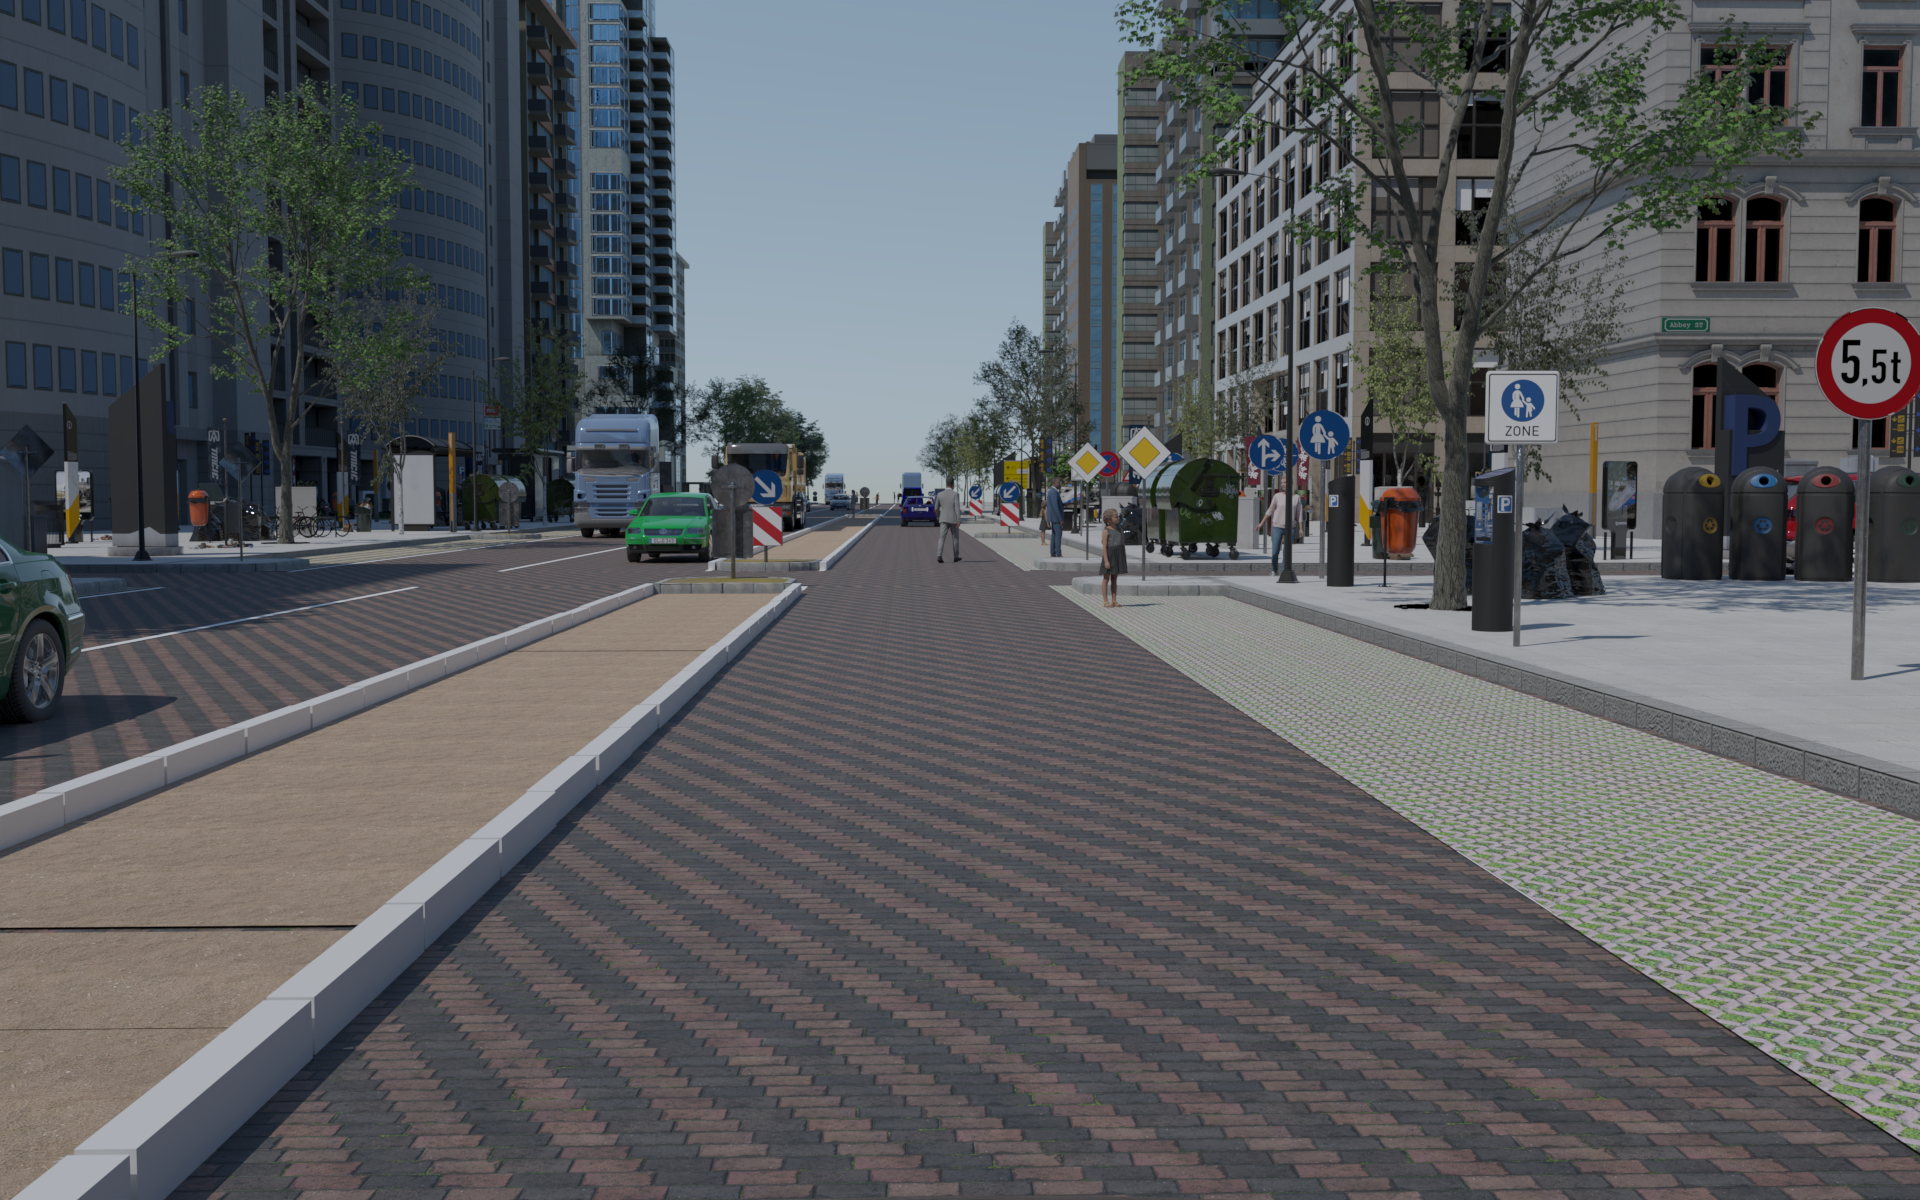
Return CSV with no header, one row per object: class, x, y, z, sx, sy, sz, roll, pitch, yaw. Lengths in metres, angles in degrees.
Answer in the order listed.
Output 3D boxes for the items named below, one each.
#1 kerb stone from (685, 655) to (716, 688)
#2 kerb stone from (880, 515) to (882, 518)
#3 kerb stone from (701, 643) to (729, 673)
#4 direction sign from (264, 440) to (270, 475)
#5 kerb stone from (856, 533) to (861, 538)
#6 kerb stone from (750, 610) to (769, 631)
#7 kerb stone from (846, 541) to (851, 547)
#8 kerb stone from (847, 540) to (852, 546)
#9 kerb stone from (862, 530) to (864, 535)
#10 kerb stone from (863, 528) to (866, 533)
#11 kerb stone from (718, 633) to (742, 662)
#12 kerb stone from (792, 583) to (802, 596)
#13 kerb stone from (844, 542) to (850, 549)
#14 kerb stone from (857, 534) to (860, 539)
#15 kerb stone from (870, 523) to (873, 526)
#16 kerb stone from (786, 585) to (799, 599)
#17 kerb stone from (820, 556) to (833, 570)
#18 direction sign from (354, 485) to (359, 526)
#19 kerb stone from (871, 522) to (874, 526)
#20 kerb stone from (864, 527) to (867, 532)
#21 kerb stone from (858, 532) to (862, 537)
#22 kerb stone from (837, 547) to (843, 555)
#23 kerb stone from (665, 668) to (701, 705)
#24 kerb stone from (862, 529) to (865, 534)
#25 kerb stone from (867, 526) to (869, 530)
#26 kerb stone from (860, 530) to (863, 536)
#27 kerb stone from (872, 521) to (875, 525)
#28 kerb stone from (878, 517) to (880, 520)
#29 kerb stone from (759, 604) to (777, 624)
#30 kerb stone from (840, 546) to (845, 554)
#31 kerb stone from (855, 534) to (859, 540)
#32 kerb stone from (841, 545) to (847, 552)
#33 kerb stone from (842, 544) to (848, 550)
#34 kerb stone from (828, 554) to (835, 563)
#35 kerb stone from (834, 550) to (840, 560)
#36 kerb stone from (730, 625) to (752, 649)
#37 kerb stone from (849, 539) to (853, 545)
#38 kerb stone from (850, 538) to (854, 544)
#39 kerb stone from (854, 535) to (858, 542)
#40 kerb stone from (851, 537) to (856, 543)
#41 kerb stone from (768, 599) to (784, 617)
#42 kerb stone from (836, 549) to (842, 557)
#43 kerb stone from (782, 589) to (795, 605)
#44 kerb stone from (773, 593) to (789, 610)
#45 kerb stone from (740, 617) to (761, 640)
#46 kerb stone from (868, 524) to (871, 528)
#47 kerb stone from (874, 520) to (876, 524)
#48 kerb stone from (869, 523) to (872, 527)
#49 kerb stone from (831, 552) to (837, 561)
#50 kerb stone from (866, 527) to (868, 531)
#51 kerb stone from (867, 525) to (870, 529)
kerb stone,-1.983,0.555,13.119,0.120,0.150,1.000,0,4,-2
kerb stone,-4.516,-4.483,95.635,0.120,0.150,1.000,0,4,-2
kerb stone,-2.020,0.492,14.148,0.120,0.150,1.000,0,4,-2
direction sign,-29.092,-4.903,72.161,0.379,3.537,0.876,2,4,23
kerb stone,-3.223,-1.916,53.582,0.120,0.150,1.000,0,4,-2
kerb stone,-2.138,0.241,18.256,0.120,0.150,1.000,0,4,-2
kerb stone,-2.942,-1.356,44.365,0.120,0.150,1.000,0,4,-2
kerb stone,-2.973,-1.419,45.393,0.120,0.150,1.000,0,4,-2
kerb stone,-3.343,-2.170,57.682,0.120,0.150,1.000,0,4,-2
kerb stone,-3.410,-2.295,59.732,0.120,0.150,1.000,0,4,-2
kerb stone,-2.040,0.430,15.170,0.120,0.150,1.000,0,4,-2
kerb stone,-2.324,-0.134,24.404,0.120,0.150,1.000,0,4,-2
kerb stone,-2.905,-1.293,43.343,0.120,0.150,1.000,0,4,-2
kerb stone,-3.190,-1.849,52.559,0.120,0.150,1.000,0,4,-2
kerb stone,-3.752,-2.986,71.019,0.120,0.150,1.000,0,4,-2
kerb stone,-2.296,-0.070,23.372,0.120,0.150,1.000,0,4,-2
kerb stone,-2.627,-0.730,34.136,0.120,0.150,1.000,0,4,-2
direction sign,-24.326,-4.768,69.947,0.379,3.537,0.876,0,4,-6
kerb stone,-3.824,-3.111,73.065,0.120,0.150,1.000,0,4,-2
kerb stone,-3.476,-2.421,61.784,0.120,0.150,1.000,0,4,-2
kerb stone,-3.256,-1.983,54.611,0.120,0.150,1.000,0,4,-2
kerb stone,-2.782,-1.043,39.250,0.120,0.150,1.000,0,4,-2
kerb stone,-1.946,0.618,12.098,0.120,0.150,1.000,0,4,-2
kerb stone,-3.376,-2.233,58.711,0.120,0.150,1.000,0,4,-2
kerb stone,-3.571,-2.610,64.873,0.120,0.150,1.000,0,4,-2
kerb stone,-3.322,-2.108,56.656,0.120,0.150,1.000,0,4,-2
kerb stone,-3.880,-3.237,75.115,0.120,0.150,1.000,0,4,-2
kerb stone,-4.305,-4.053,88.455,0.120,0.150,1.000,0,4,-2
kerb stone,-2.169,0.178,19.279,0.120,0.150,1.000,0,4,-2
kerb stone,-2.816,-1.106,40.277,0.120,0.150,1.000,0,4,-2
kerb stone,-3.164,-1.794,51.536,0.120,0.150,1.000,0,4,-2
kerb stone,-2.843,-1.168,41.299,0.120,0.150,1.000,0,4,-2
kerb stone,-2.879,-1.226,42.320,0.120,0.150,1.000,0,4,-2
kerb stone,-2.666,-0.789,35.157,0.120,0.150,1.000,0,4,-2
kerb stone,-2.718,-0.918,37.200,0.120,0.150,1.000,0,4,-2
kerb stone,-2.076,0.366,16.207,0.120,0.150,1.000,0,4,-2
kerb stone,-3.004,-1.481,46.415,0.120,0.150,1.000,0,4,-2
kerb stone,-3.035,-1.544,47.436,0.120,0.150,1.000,0,4,-2
kerb stone,-3.132,-1.723,50.515,0.120,0.150,1.000,0,4,-2
kerb stone,-3.066,-1.607,48.466,0.120,0.150,1.000,0,4,-2
kerb stone,-2.192,0.121,20.307,0.120,0.150,1.000,0,4,-2
kerb stone,-2.750,-0.981,38.227,0.120,0.150,1.000,0,4,-2
kerb stone,-2.258,-0.003,22.351,0.120,0.150,1.000,0,4,-2
kerb stone,-2.232,0.053,21.328,0.120,0.150,1.000,0,4,-2
kerb stone,-2.108,0.305,17.234,0.120,0.150,1.000,0,4,-2
kerb stone,-3.674,-2.799,67.954,0.120,0.150,1.000,0,4,-2
kerb stone,-3.984,-3.424,78.199,0.120,0.150,1.000,0,4,-2
kerb stone,-3.734,-2.924,69.997,0.120,0.150,1.000,0,4,-2
kerb stone,-2.695,-0.855,36.179,0.120,0.150,1.000,0,4,-2
kerb stone,-3.508,-2.482,62.810,0.120,0.150,1.000,0,4,-2
kerb stone,-3.601,-2.671,65.899,0.120,0.150,1.000,0,4,-2
